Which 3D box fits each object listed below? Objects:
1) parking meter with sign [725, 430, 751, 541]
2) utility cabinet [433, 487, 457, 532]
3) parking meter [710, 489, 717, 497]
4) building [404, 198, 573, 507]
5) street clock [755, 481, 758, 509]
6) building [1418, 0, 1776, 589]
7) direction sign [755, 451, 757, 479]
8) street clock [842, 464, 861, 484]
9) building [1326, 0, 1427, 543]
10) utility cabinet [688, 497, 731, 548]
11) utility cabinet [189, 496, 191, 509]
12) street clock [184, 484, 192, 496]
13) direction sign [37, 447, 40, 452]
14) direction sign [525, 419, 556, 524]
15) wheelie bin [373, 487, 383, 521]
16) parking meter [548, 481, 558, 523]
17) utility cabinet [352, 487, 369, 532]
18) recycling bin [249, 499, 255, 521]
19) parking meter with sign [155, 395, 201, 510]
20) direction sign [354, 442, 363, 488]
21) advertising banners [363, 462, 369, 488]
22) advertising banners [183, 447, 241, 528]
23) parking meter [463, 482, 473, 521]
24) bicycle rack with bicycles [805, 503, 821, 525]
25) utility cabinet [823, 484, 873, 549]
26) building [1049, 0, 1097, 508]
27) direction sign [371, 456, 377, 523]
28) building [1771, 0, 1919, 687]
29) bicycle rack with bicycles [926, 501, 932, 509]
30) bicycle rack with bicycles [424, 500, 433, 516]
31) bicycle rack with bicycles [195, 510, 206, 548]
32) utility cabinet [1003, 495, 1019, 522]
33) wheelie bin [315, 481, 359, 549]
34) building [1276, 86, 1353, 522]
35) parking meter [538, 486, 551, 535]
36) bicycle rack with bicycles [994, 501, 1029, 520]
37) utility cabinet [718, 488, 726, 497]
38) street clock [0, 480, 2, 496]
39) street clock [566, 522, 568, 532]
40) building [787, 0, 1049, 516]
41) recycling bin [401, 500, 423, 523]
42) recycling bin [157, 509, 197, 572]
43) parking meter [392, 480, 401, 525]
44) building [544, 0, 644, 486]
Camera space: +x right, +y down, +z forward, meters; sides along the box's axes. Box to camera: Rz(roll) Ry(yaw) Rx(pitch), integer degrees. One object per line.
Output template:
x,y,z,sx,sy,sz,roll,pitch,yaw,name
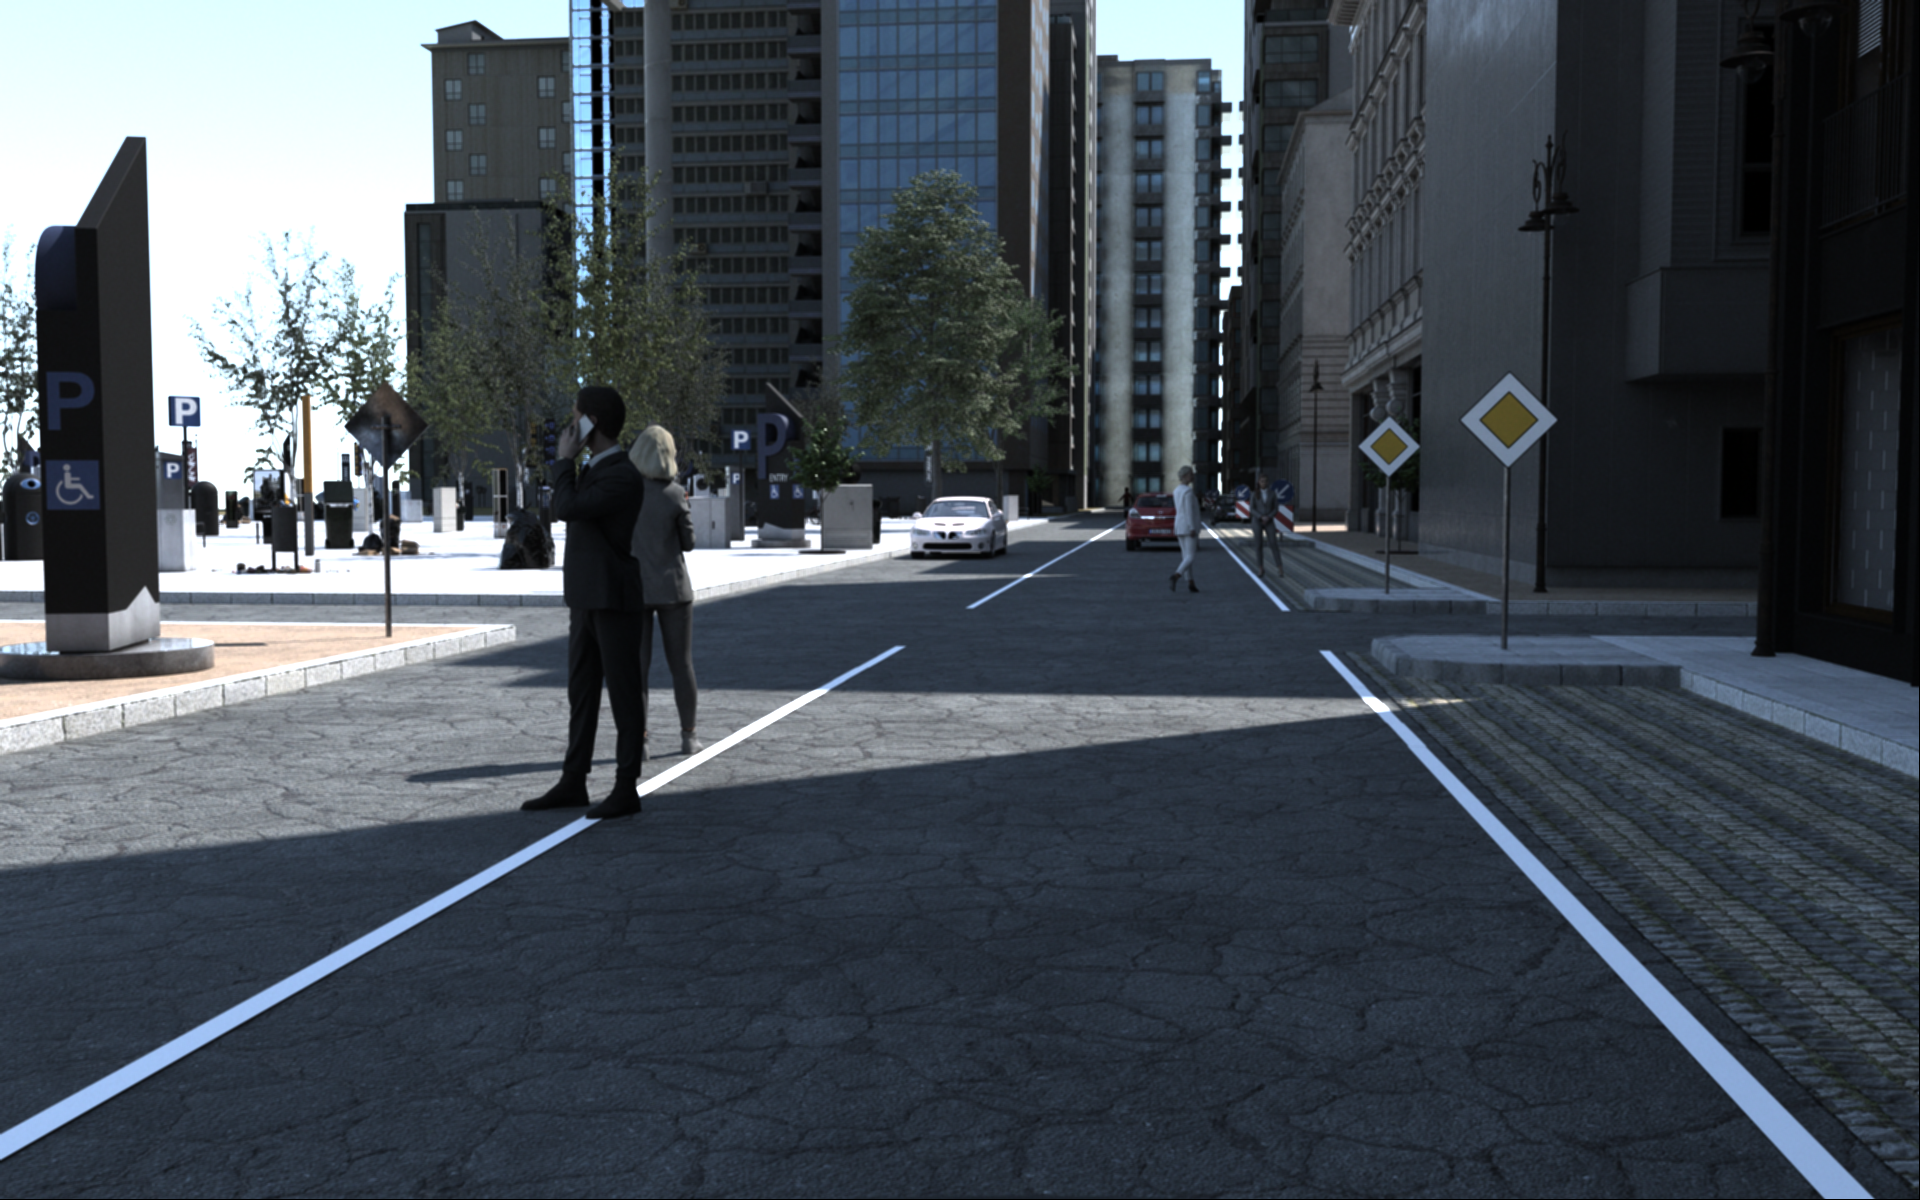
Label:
-6.182,-3.151,47.773,0.543,3.016,1.738,-1,4,-17,parking meter with sign
-17.186,-3.000,57.731,0.318,1.500,1.173,0,4,7,utility cabinet
-12.705,-4.948,89.314,0.372,1.533,0.369,0,3,0,parking meter
-45.877,-24.564,173.322,14.107,30.474,14.160,0,4,7,building
-11.051,-5.556,95.410,0.358,2.002,0.471,2,4,33,street clock
23.468,-12.688,26.519,30.058,24.678,14.314,0,4,7,building
-10.373,-5.984,89.842,0.379,3.537,0.876,-3,4,-36,direction sign
-2.594,-2.250,41.355,0.358,2.002,0.471,-3,5,-41,street clock
17.628,-12.650,57.745,10.553,20.767,40.483,0,4,7,building
-5.964,-1.829,41.061,1.020,1.237,0.306,1,4,17,utility cabinet
-25.788,-2.866,58.023,0.306,1.237,1.020,-1,4,-13,utility cabinet
-30.129,-3.856,67.621,0.358,2.002,0.471,2,4,35,street clock
-44.240,-5.630,84.040,0.876,3.537,0.379,-2,4,-25,direction sign
-12.588,-3.673,52.048,0.876,3.537,0.379,0,4,-7,direction sign
-27.913,-4.544,82.200,0.693,1.594,0.980,0,4,7,wheelie bin
-18.118,-4.371,77.174,0.399,1.863,0.255,1,4,10,parking meter
-20.337,-3.054,58.610,1.173,1.500,0.318,3,4,37,utility cabinet
-33.493,-4.302,82.886,0.722,1.027,0.722,1,4,18,recycling bin
-14.382,-2.148,31.373,1.738,3.016,0.543,3,5,42,parking meter with sign
-26.112,-5.090,75.225,0.379,3.537,0.876,0,4,2,direction sign
-31.766,-5.990,94.120,2.074,3.025,0.090,2,4,35,advertising banners
-28.009,-4.199,64.841,2.074,3.025,0.090,0,4,0,advertising banners
-23.810,-4.776,83.794,0.399,1.863,0.255,0,4,-4,parking meter
-5.572,-3.604,72.315,2.925,0.926,2.852,0,4,6,bicycle rack with bicycles
-2.600,-1.902,39.782,1.173,1.500,0.318,0,4,-7,utility cabinet
2.226,-44.380,163.868,20.611,71.187,20.563,0,4,7,building
-25.903,-5.156,76.297,0.379,3.537,0.876,-1,4,-21,direction sign
11.740,-10.718,4.916,12.332,23.373,15.834,0,4,7,building
-0.634,-4.724,90.626,2.852,0.926,2.925,0,4,5,bicycle rack with bicycles
-30.536,-5.226,98.819,2.852,0.926,2.925,-1,4,-17,bicycle rack with bicycles
-18.767,-1.633,40.077,2.852,0.926,2.925,-1,4,-13,bicycle rack with bicycles
2.371,-4.280,81.133,0.306,1.237,1.020,2,4,30,utility cabinet
-14.643,-2.006,40.712,0.980,1.594,0.693,-2,4,-23,wheelie bin
21.248,-14.543,86.923,9.793,20.994,18.267,0,4,7,building
-12.891,-2.774,53.768,0.372,1.533,0.369,0,3,0,parking meter
2.194,-4.420,85.656,2.852,0.926,2.925,-1,4,-14,bicycle rack with bicycles
-8.651,-3.407,64.388,0.318,1.500,1.173,1,4,15,utility cabinet
-48.114,-5.024,86.719,0.358,2.002,0.471,-2,4,-35,street clock
-12.632,-3.146,55.999,0.471,2.002,0.358,3,5,43,street clock
-1.993,-27.845,105.383,14.600,45.320,14.200,0,4,7,building
-24.475,-3.961,77.318,0.722,1.027,0.722,-3,5,-39,recycling bin
-13.129,-0.988,28.700,0.722,1.027,0.722,0,4,-8,recycling bin
-23.255,-4.020,71.434,0.255,1.863,0.399,0,4,-2,parking meter
-23.796,-52.149,165.302,31.000,86.520,22.319,0,4,7,building
